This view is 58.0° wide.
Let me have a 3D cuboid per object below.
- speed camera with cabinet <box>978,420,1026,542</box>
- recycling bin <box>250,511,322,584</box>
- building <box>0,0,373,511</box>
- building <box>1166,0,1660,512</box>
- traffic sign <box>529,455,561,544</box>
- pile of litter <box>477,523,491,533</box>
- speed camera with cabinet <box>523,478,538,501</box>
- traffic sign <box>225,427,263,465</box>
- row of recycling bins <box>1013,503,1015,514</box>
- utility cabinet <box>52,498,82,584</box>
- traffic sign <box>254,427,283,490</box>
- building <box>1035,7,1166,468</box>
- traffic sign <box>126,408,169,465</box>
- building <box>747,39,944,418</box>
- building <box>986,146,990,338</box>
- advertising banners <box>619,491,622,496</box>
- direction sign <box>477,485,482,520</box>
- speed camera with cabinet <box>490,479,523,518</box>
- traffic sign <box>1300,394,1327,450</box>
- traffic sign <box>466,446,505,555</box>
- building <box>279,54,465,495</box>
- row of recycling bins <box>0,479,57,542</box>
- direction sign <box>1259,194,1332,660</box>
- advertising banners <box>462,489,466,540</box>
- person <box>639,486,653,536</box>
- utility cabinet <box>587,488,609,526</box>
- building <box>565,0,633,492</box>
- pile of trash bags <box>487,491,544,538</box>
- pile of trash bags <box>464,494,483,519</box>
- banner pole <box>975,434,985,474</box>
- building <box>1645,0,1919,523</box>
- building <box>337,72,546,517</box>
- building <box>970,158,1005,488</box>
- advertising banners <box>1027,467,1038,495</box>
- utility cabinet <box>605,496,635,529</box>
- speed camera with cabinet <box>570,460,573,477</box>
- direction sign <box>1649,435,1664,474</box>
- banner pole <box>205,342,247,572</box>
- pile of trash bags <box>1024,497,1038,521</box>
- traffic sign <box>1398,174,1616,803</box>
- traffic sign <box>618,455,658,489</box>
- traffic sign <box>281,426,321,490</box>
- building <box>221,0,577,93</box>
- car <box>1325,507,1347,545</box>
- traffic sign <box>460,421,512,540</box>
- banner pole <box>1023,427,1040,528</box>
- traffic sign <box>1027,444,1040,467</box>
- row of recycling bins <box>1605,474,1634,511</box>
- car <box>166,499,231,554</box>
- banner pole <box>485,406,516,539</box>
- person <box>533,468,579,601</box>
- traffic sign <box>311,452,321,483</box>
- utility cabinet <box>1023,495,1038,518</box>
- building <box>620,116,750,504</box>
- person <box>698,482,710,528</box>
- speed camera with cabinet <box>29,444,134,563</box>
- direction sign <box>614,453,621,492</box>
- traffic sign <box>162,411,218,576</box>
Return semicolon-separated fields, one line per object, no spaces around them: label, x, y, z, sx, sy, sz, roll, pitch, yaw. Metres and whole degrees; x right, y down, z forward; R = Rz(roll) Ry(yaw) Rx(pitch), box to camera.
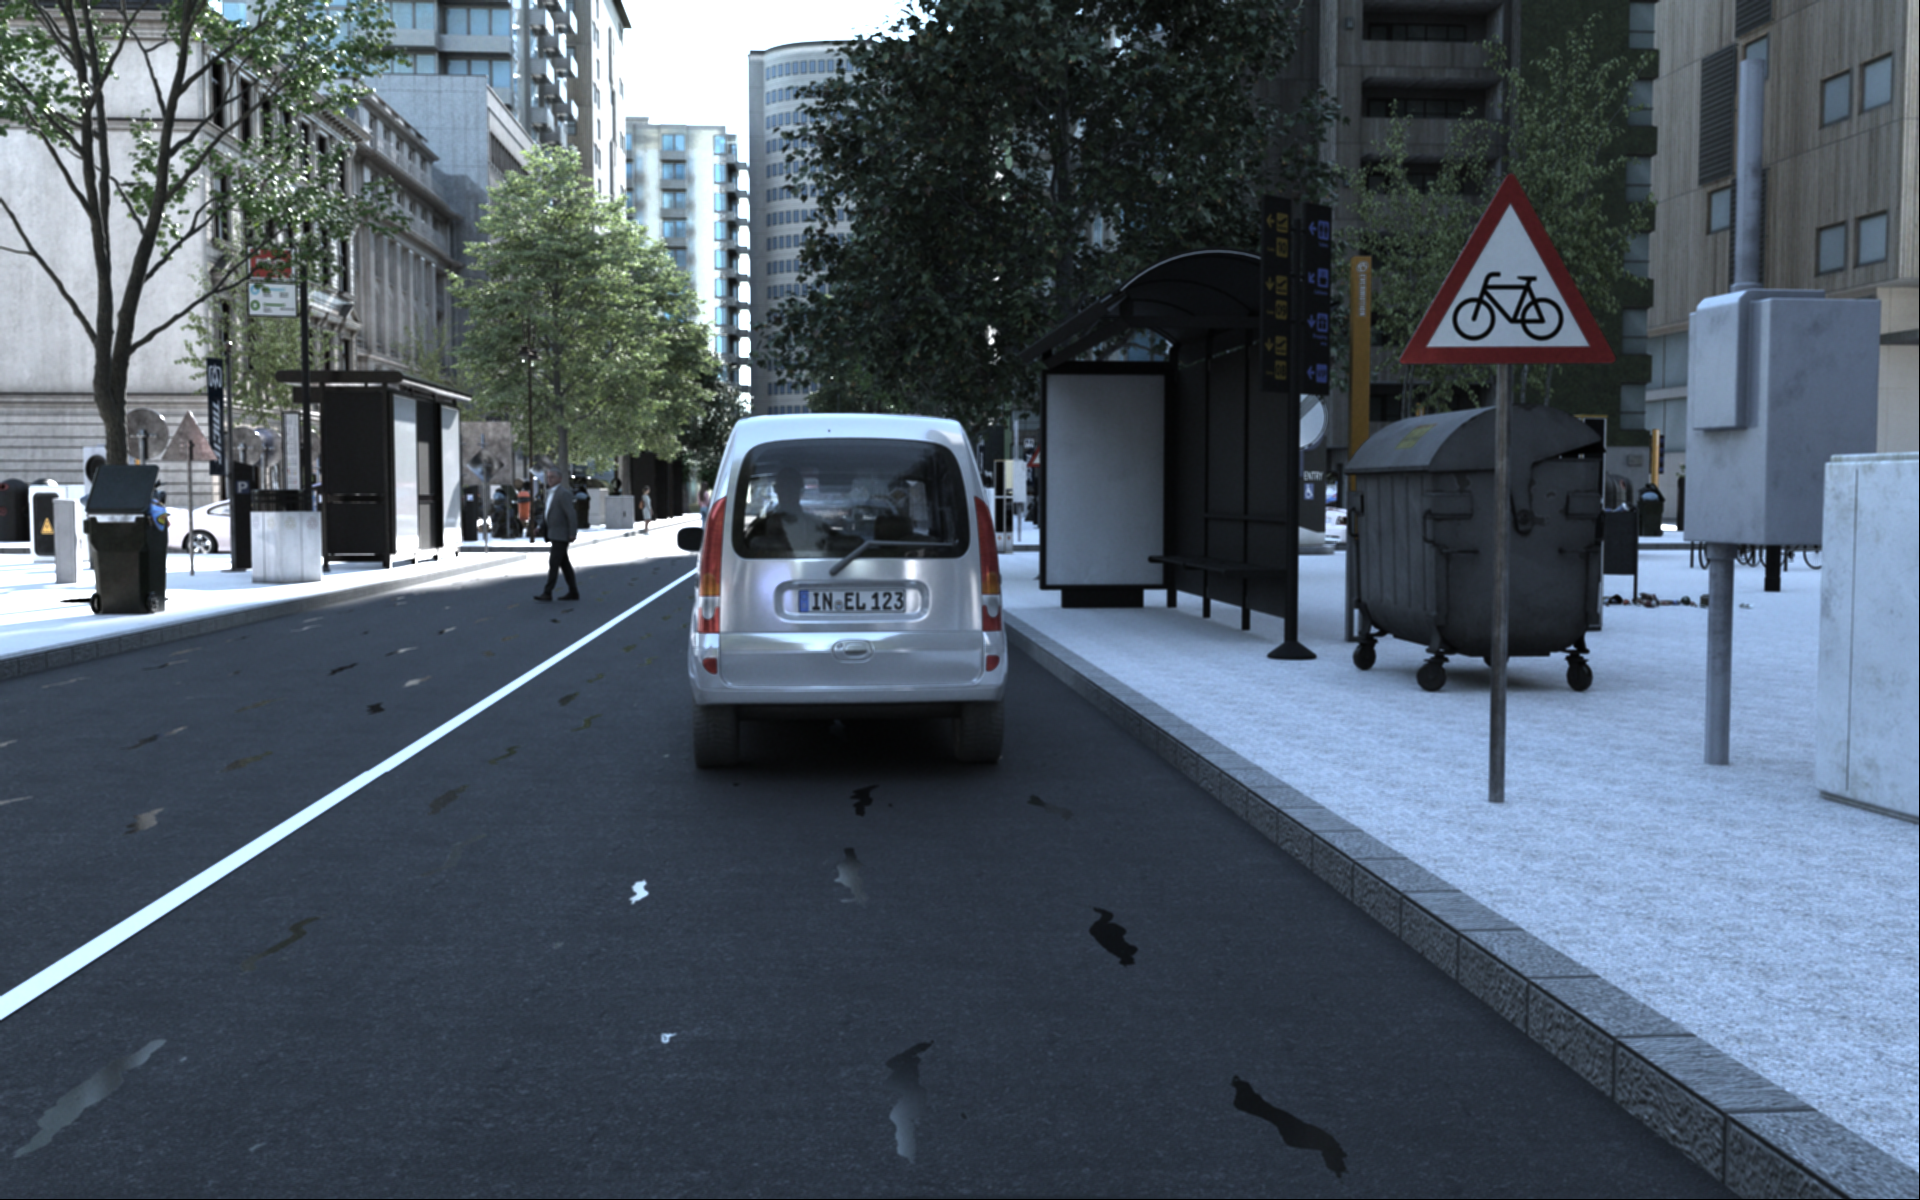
speed camera with cabinet;0.940;-3.225;47.062;0.660;3.252;2.038;-3;4;-38
recycling bin;-9.780;-0.770;25.150;0.722;1.027;0.722;2;4;35
building;-29.145;-12.148;63.248;10.561;19.102;19.286;0;4;-5
building;15.818;-17.877;63.984;14.107;30.474;14.160;0;4;-5
traffic sign;-10.558;-2.474;44.099;0.795;2.450;0.064;0;4;-5
pile of litter;-15.743;-2.698;58.075;1.176;0.858;1.719;2;4;24
speed camera with cabinet;-24.668;-6.283;97.071;2.038;3.252;0.660;1;4;22
traffic sign;-13.550;-1.996;32.735;0.768;2.556;0.104;0;4;4
row of recycling bins;2.319;-6.330;110.604;1.069;1.692;3.534;-2;4;-34
utility cabinet;-12.952;-0.856;25.164;0.306;1.237;1.020;-1;4;-23
traffic sign;-13.293;-2.018;33.098;0.768;2.556;0.104;0;4;-2
building;17.257;-29.738;105.823;23.786;49.044;30.456;0;4;-5
traffic sign;-12.142;-1.569;25.760;0.768;2.556;0.104;0;4;3
building;-12.924;-41.673;223.347;28.212;58.520;21.231;0;4;-5
building;5.581;-30.281;178.696;14.154;41.232;14.086;0;4;-5
advertising banners;-18.116;-5.924;93.051;0.090;3.025;2.074;-2;4;-29
direction sign;-23.509;-5.651;84.396;0.379;3.537;0.876;3;4;39
speed camera with cabinet;-21.058;-5.243;80.057;0.660;3.252;2.038;0;4;8
traffic sign;3.887;-1.232;20.251;0.768;2.556;0.104;0;4;2
traffic sign;-9.897;-1.988;36.141;0.795;2.450;0.064;0;4;-5
building;-33.527;-14.911;85.592;13.314;21.916;24.055;0;4;-5
row of recycling bins;-26.107;-2.435;46.926;3.534;1.692;1.069;0;4;3
direction sign;2.600;-1.313;13.464;0.876;3.537;0.379;-3;5;-43
advertising banners;-13.715;-3.118;47.168;0.090;3.025;2.074;0;4;-5
person;-10.806;-3.071;59.708;0.522;1.701;0.512;-2;4;-35
utility cabinet;-15.124;-3.848;71.592;1.173;1.500;0.318;-2;4;-29
building;-46.631;-35.316;166.657;27.495;52.752;28.713;0;4;-5
pile of trash bags;-13.191;-2.597;52.218;1.912;1.369;3.447;-1;4;-13
pile of trash bags;-25.042;-4.824;88.632;1.912;1.369;3.447;0;4;-8
banner pole;0.692;-4.361;61.327;0.401;3.779;0.863;2;4;28
building;43.944;-29.565;72.623;27.495;52.752;28.713;0;4;-5
building;-33.464;-17.707;107.536;12.078;24.808;19.932;0;4;-5
building;12.228;-51.536;155.285;22.319;86.520;31.000;0;4;-5
advertising banners;4.238;-6.552;103.317;2.074;3.025;0.090;-3;4;-37
utility cabinet;-12.440;-3.191;63.328;1.020;1.237;0.306;0;4;-3
speed camera with cabinet;-20.559;-5.991;92.287;0.660;3.252;2.038;1;4;13
direction sign;26.645;-4.563;66.602;0.876;3.537;0.379;-1;4;-12
banner pole;-12.051;-2.342;28.312;0.401;3.779;0.863;0;4;8
pile of trash bags;4.508;-4.357;80.987;1.912;1.369;3.447;-2;4;-30
traffic sign;2.235;-0.437;7.143;0.884;2.594;0.081;0;4;0
traffic sign;-16.595;-5.870;89.844;2.265;3.308;0.079;0;4;-4
traffic sign;-12.335;-1.977;32.429;0.768;2.556;0.104;0;4;4
building;-41.377;-31.326;131.792;23.786;49.044;30.456;0;4;-5
car;11.153;-1.790;41.629;4.827;1.381;2.083;0;4;-4
traffic sign;-13.694;-3.346;48.587;2.265;3.308;0.079;0;4;3
banner pole;2.739;-4.586;64.996;0.863;3.779;0.401;2;4;24
traffic sign;1.762;-2.093;34.218;0.884;2.594;0.081;0;4;5
row of recycling bins;13.084;-1.726;35.338;1.069;1.692;3.534;2;4;27
car;-15.360;-1.620;38.853;4.827;1.381;2.083;0;4;-4
banner pole;-13.101;-3.625;49.283;0.863;3.779;0.401;0;4;8
person;-5.449;-0.875;23.197;0.661;1.777;0.834;3;5;40
traffic sign;-13.483;-2.098;36.424;0.606;2.300;0.079;0;4;5
utility cabinet;3.849;-5.085;94.302;0.306;1.237;1.020;3;4;38
building;-42.283;-36.837;221.898;30.456;49.044;23.786;0;4;-5
person;-8.163;-2.883;55.649;0.555;1.821;0.388;2;4;26
speed camera with cabinet;-16.395;-2.321;32.286;2.038;3.252;0.660;1;4;20
direction sign;-18.778;-6.305;95.079;0.379;3.537;0.876;-2;4;-33
traffic sign;-12.102;-1.665;27.224;0.884;2.594;0.081;0;3;0
